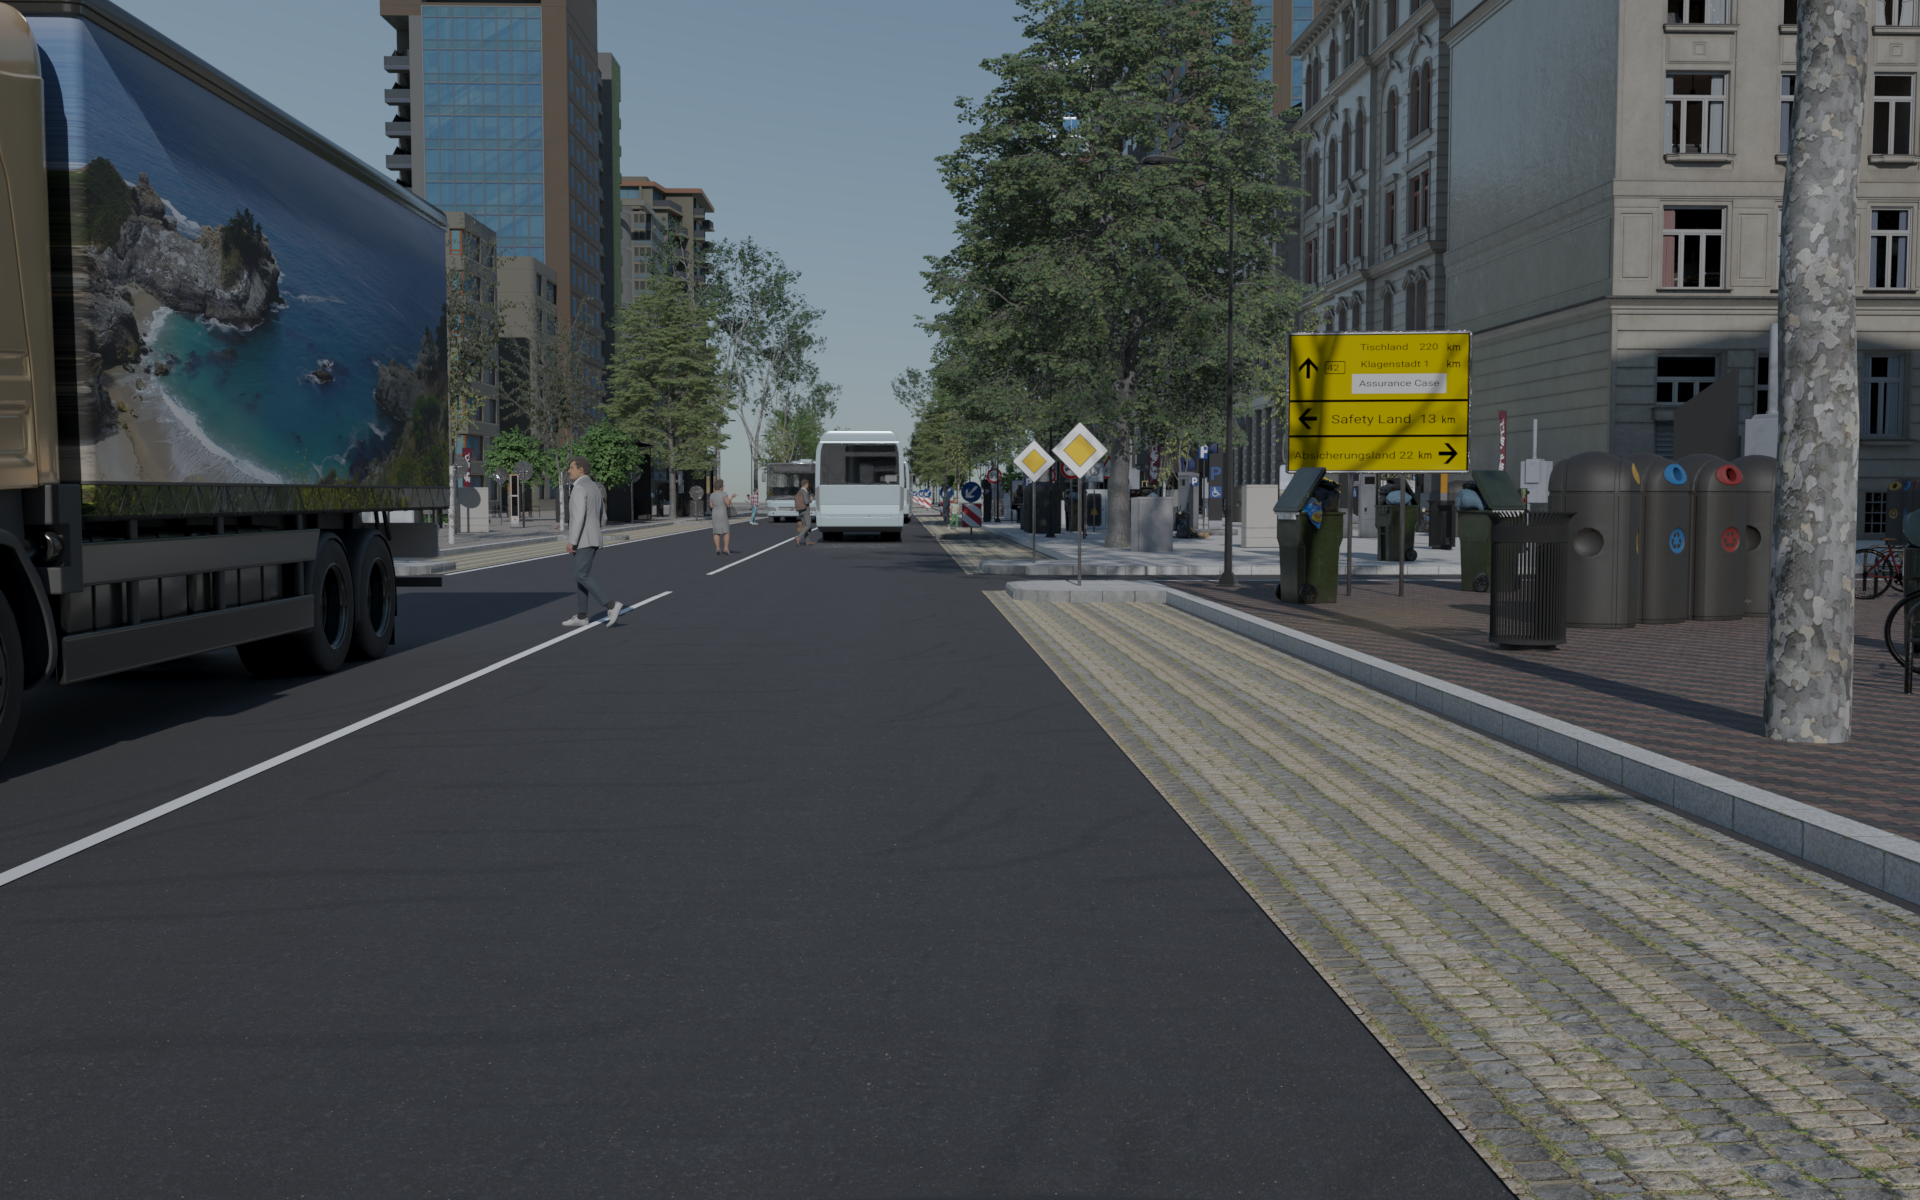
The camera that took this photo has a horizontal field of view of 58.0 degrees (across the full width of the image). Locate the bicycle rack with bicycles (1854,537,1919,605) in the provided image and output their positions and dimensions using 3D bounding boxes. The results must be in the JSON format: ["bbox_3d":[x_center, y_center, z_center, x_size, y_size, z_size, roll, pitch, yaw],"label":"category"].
[{"bbox_3d":[12.465,-0.494,21.459,2.925,0.926,2.852,2,4,25],"label":"bicycle rack with bicycles"}]

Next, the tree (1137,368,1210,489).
[{"bbox_3d":[10.066,-7.843,78.599,4.737,8.622,4.395,0,3,0],"label":"tree"}]

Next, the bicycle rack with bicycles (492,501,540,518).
[{"bbox_3d":[-24.376,-5.022,95.494,2.852,0.926,2.925,-2,4,-27],"label":"bicycle rack with bicycles"}]

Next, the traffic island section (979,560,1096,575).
[{"bbox_3d":[1.395,-0.607,32.207,2.009,0.180,2.903,0,4,-2],"label":"traffic island section"}]

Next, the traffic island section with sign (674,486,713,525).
[{"bbox_3d":[-12.325,-4.439,81.202,1.989,1.847,2.006,0,4,-2],"label":"traffic island section with sign"}]

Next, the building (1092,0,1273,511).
[{"bbox_3d":[20.115,-31.342,162.555,14.600,45.320,14.200,0,4,-2],"label":"building"}]

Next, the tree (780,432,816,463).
[{"bbox_3d":[-19.050,-15.358,201.471,4.360,8.622,3.978,0,3,0],"label":"tree"}]

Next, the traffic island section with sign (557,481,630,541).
[{"bbox_3d":[-11.315,-2.753,53.636,1.989,1.847,2.006,0,4,-2],"label":"traffic island section with sign"}]

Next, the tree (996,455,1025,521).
[{"bbox_3d":[2.440,-5.385,82.653,1.663,3.219,1.824,0,3,0],"label":"tree"}]

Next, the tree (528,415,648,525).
[{"bbox_3d":[-14.598,-5.376,71.615,4.285,4.588,4.351,0,3,0],"label":"tree"}]

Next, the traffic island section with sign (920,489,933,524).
[{"bbox_3d":[-0.767,-4.489,82.017,1.989,1.847,2.006,0,4,-2],"label":"traffic island section with sign"}]

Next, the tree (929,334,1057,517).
[{"bbox_3d":[1.856,-10.485,97.181,9.928,11.665,9.643,0,3,0],"label":"tree"}]

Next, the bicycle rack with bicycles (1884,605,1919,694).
[{"bbox_3d":[7.336,0.141,11.077,2.852,0.926,2.925,-2,4,-33],"label":"bicycle rack with bicycles"}]

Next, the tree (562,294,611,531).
[{"bbox_3d":[-14.020,-6.724,60.292,4.360,8.622,3.978,0,3,0],"label":"tree"}]

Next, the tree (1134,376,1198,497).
[{"bbox_3d":[12.304,-9.284,102.161,4.360,8.622,3.978,0,3,0],"label":"tree"}]

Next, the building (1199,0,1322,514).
[{"bbox_3d":[21.115,-28.614,117.952,14.600,45.320,14.200,0,4,-2],"label":"building"}]

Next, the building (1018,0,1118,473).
[{"bbox_3d":[20.703,-57.319,249.828,22.319,86.520,31.000,0,4,-2],"label":"building"}]

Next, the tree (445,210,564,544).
[{"bbox_3d":[-13.344,-5.760,44.541,4.360,8.622,3.978,0,3,0],"label":"tree"}]

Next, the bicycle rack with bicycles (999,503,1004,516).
[{"bbox_3d":[3.383,-5.377,101.288,2.925,0.926,2.852,0,4,-8],"label":"bicycle rack with bicycles"}]

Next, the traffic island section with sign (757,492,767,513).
[{"bbox_3d":[-14.107,-7.393,129.507,1.989,1.847,2.006,0,4,-2],"label":"traffic island section with sign"}]

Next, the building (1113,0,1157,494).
[{"bbox_3d":[24.371,-31.844,140.259,23.786,49.044,30.456,0,4,-2],"label":"building"}]

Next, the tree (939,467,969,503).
[{"bbox_3d":[-0.526,-11.579,173.031,4.285,4.588,4.351,0,3,0],"label":"tree"}]

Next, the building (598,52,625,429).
[{"bbox_3d":[-38.394,-28.864,155.524,14.154,41.232,14.086,0,4,-2],"label":"building"}]

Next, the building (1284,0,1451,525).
[{"bbox_3d":[23.643,-17.675,76.379,14.401,28.519,23.554,0,4,-2],"label":"building"}]

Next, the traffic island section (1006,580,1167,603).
[{"bbox_3d":[1.689,-0.119,24.227,2.009,0.180,2.903,0,4,-2],"label":"traffic island section"}]

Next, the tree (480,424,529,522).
[{"bbox_3d":[-20.692,-5.952,81.033,4.285,4.588,4.351,0,3,0],"label":"tree"}]

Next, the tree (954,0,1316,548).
[{"bbox_3d":[3.903,-8.227,41.165,9.857,13.997,8.962,0,3,0],"label":"tree"}]

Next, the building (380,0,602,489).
[{"bbox_3d":[-37.525,-30.042,141.305,14.600,45.320,14.200,0,4,-2],"label":"building"}]

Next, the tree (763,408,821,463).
[{"bbox_3d":[-20.122,-17.240,207.636,9.928,11.665,9.643,0,3,0],"label":"tree"}]

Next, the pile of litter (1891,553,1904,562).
[{"bbox_3d":[18.315,-1.159,32.909,1.719,0.858,1.176,-1,4,-21],"label":"pile of litter"}]

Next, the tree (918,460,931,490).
[{"bbox_3d":[-3.040,-16.390,218.338,4.360,8.622,3.978,0,3,0],"label":"tree"}]

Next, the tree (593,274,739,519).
[{"bbox_3d":[-15.312,-10.527,90.243,7.486,12.596,7.792,0,3,0],"label":"tree"}]

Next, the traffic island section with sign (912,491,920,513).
[{"bbox_3d":[-2.617,-7.542,131.943,1.989,1.847,2.006,0,4,-2],"label":"traffic island section with sign"}]

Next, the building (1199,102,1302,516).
[{"bbox_3d":[20.642,-16.469,98.147,11.050,23.489,19.941,0,4,-2],"label":"building"}]

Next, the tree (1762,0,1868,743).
[{"bbox_3d":[5.688,-9.385,9.334,12.611,20.169,13.585,0,3,0],"label":"tree"}]

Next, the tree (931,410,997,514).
[{"bbox_3d":[1.216,-9.762,109.971,4.360,8.622,3.978,0,3,0],"label":"tree"}]

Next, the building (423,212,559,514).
[{"bbox_3d":[-44.634,-16.829,120.198,27.650,21.520,28.899,0,4,-2],"label":"building"}]

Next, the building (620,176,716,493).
[{"bbox_3d":[-45.877,-35.868,241.060,22.147,44.769,28.867,0,4,-2],"label":"building"}]

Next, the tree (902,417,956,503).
[{"bbox_3d":[-4.469,-20.335,249.485,9.611,12.733,9.660,0,3,0],"label":"tree"}]

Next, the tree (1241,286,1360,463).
[{"bbox_3d":[11.761,-6.738,60.527,4.737,8.622,4.395,0,3,0],"label":"tree"}]

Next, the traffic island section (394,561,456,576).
[{"bbox_3d":[-10.489,-0.581,31.775,2.009,0.180,2.903,0,4,-2],"label":"traffic island section"}]

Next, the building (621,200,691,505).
[{"bbox_3d":[-49.678,-31.969,214.575,32.217,40.220,23.993,0,4,-2],"label":"building"}]

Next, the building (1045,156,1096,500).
[{"bbox_3d":[21.623,-34.655,221.238,22.147,44.769,28.867,0,4,-2],"label":"building"}]

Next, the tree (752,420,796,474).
[{"bbox_3d":[-18.075,-13.292,167.694,4.737,8.622,4.395,0,3,0],"label":"tree"}]

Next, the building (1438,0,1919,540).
[{"bbox_3d":[31.766,-13.547,54.778,30.059,22.955,16.112,0,4,-2],"label":"building"}]

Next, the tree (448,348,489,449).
[{"bbox_3d":[-25.183,-8.197,84.387,4.737,8.622,4.395,0,3,0],"label":"tree"}]

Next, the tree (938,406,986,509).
[{"bbox_3d":[0.057,-11.421,137.099,4.737,8.622,4.395,0,3,0],"label":"tree"}]

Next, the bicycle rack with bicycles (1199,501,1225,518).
[{"bbox_3d":[13.855,-4.924,93.894,2.852,0.926,2.925,0,4,-6],"label":"bicycle rack with bicycles"}]

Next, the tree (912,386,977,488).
[{"bbox_3d":[-0.963,-15.174,166.219,7.486,12.596,7.792,0,3,0],"label":"tree"}]

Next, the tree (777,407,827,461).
[{"bbox_3d":[-20.095,-18.756,224.791,7.486,12.596,7.792,0,3,0],"label":"tree"}]

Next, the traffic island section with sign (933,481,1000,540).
[{"bbox_3d":[0.226,-2.839,55.048,1.989,1.847,2.006,0,4,-2],"label":"traffic island section with sign"}]
